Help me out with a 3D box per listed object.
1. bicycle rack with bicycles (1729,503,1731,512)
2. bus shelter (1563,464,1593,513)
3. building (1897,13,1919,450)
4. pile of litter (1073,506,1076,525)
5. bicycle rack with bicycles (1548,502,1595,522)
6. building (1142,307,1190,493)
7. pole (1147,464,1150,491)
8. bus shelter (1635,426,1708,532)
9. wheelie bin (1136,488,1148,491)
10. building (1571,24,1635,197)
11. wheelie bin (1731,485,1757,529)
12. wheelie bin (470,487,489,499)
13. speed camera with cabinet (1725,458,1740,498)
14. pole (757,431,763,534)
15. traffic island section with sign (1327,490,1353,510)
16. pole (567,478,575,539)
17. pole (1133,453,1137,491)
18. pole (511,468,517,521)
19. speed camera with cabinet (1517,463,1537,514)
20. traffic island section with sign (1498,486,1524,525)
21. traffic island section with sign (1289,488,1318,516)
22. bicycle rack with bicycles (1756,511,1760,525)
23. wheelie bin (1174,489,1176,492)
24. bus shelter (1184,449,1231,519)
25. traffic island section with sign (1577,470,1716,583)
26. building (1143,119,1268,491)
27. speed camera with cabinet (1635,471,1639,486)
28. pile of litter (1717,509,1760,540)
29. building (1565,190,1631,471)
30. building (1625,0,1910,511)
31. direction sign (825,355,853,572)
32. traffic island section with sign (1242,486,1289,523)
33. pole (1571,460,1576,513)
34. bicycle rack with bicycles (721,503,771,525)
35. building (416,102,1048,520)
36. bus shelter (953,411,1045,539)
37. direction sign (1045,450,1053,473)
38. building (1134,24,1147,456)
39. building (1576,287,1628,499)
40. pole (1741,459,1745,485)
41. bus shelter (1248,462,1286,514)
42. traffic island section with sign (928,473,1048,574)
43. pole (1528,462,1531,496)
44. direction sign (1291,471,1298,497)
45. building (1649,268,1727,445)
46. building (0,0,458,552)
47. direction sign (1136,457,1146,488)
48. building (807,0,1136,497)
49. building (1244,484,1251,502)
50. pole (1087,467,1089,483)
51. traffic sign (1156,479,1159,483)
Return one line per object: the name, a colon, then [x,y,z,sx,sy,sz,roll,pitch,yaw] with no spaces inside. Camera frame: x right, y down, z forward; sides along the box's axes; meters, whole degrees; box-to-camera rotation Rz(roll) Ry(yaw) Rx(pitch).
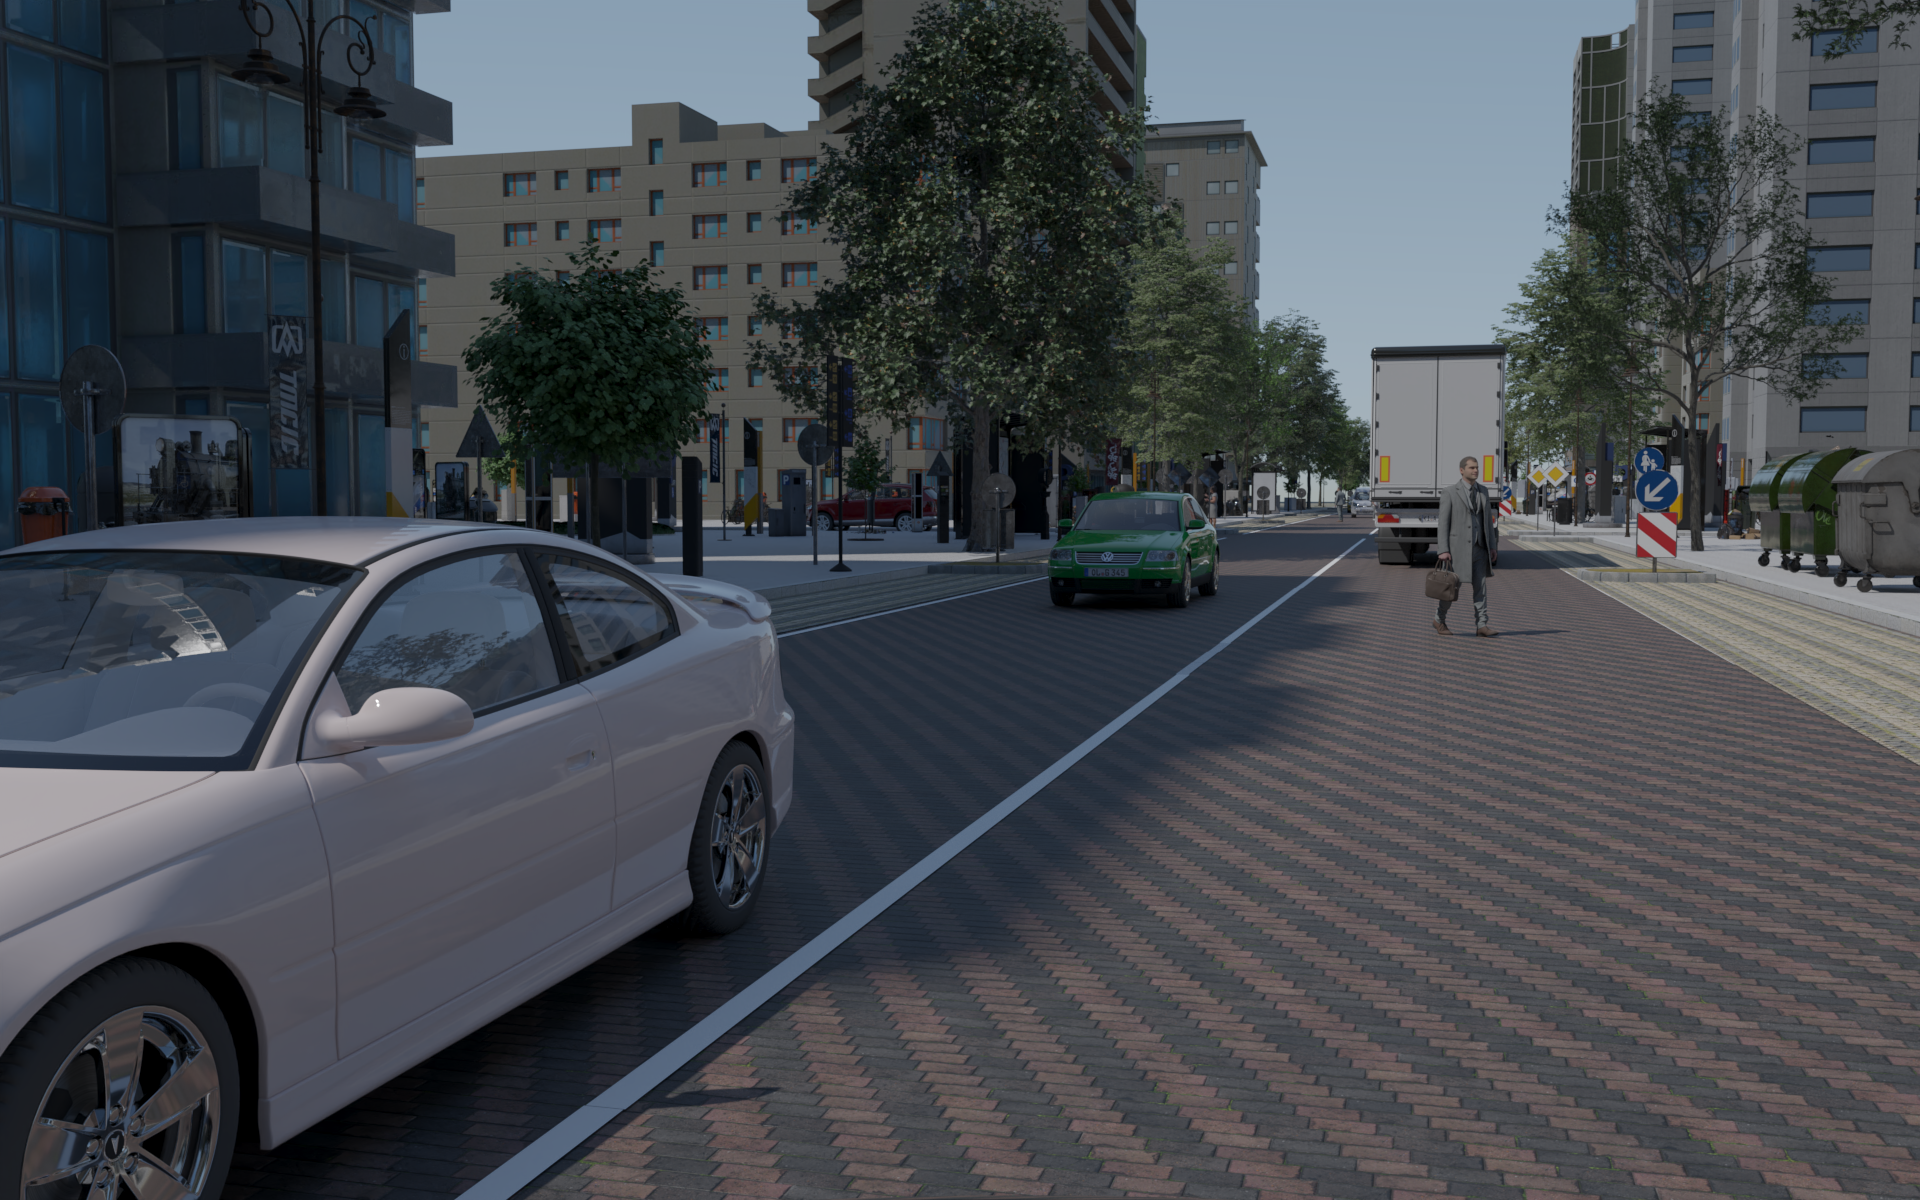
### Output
bicycle rack with bicycles: [30.877,-3.678,73.521,2.852,0.926,2.925,3,5,43]
bus shelter: [41.612,-7.561,117.543,2.014,3.302,5.546,1,4,15]
building: [59.728,-34.624,108.103,21.231,58.520,28.212,1,4,15]
pile of litter: [4.689,-3.648,73.606,1.176,0.858,1.719,0,4,4]
bicycle rack with bicycles: [28.327,-4.040,79.434,2.925,0.926,2.852,1,4,9]
building: [7.087,-19.953,171.276,27.650,21.520,28.899,1,4,15]
pole: [12.598,-7.463,115.866,0.158,3.312,0.155,0,3,0]
bus shelter: [25.475,-4.336,62.175,1.731,3.624,6.357,1,4,15]
wheelie bin: [9.964,-5.343,95.262,0.980,1.594,0.693,1,4,17]
building: [103.696,-50.793,268.713,20.563,71.187,20.611,1,4,15]
wheelie bin: [28.556,-3.362,62.878,0.980,1.594,0.693,0,4,-3]
wheelie bin: [-22.559,-4.492,81.357,0.693,1.594,0.980,1,4,14]
speed camera with cabinet: [43.197,-6.171,95.234,2.038,3.252,0.660,2,4,33]
pole: [-6.450,-3.788,55.775,0.158,3.312,0.155,0,3,0]
traffic island section with sign: [34.929,-9.237,159.646,1.989,1.847,2.006,1,4,15]
pole: [-10.961,-3.356,48.715,0.158,3.312,0.155,0,3,0]
pole: [8.709,-5.655,86.306,0.158,3.312,0.155,0,3,0]
pole: [-18.462,-4.759,71.651,0.158,3.312,0.155,0,3,0]
speed camera with cabinet: [36.469,-7.125,110.828,2.038,3.252,0.660,-3,5,-40]
traffic island section with sign: [25.582,-4.477,81.826,1.989,1.847,2.006,1,4,15]
traffic island section with sign: [22.004,-6.287,111.413,1.989,1.847,2.006,1,4,15]
bicycle rack with bicycles: [37.351,-3.976,78.389,2.925,0.926,2.852,-1,4,-17]
wheelie bin: [14.038,-6.529,114.652,0.980,1.594,0.693,-3,5,-45]
bus shelter: [13.282,-6.212,92.850,1.731,3.624,6.357,1,4,15]
traffic island section with sign: [11.364,-1.233,28.795,1.989,1.847,2.006,1,4,15]
building: [28.706,-40.430,250.270,28.713,52.752,27.495,1,4,15]
speed camera with cabinet: [47.499,-7.658,119.542,0.660,3.252,2.038,-3,4,-38]
pile of litter: [22.298,-2.158,49.256,1.719,0.858,1.176,-1,4,-12]
building: [96.663,-36.898,253.397,14.600,45.320,14.200,1,4,15]
building: [77.408,-38.461,170.844,21.231,58.520,28.212,1,4,15]
direction sign: [-1.978,-2.240,28.619,0.379,3.537,0.876,2,4,23]
traffic island section with sign: [14.937,-4.675,85.057,1.989,1.847,2.006,1,4,15]
pole: [37.183,-6.797,104.966,0.158,3.312,0.155,0,3,0]
bicycle rack with bicycles: [-8.860,-3.641,72.913,2.852,0.926,2.925,3,5,45]
building: [-11.279,-15.583,99.828,27.650,21.520,28.899,1,4,15]
bus shelter: [1.400,-3.700,51.771,1.731,3.624,6.357,1,4,15]
direction sign: [4.533,-5.944,89.184,0.379,3.537,0.876,-2,4,-28]
building: [7.811,-28.421,148.275,14.154,41.232,14.086,1,4,15]
building: [92.816,-28.643,240.018,14.160,30.474,14.107,1,4,15]
pole: [44.917,-6.458,99.434,0.158,3.312,0.155,0,3,0]
bus shelter: [19.912,-7.248,112.425,2.014,3.302,5.546,1,4,15]
traffic island section with sign: [0.621,-1.410,31.674,1.989,1.847,2.006,1,4,15]
pole: [35.817,-7.048,109.073,0.158,3.312,0.155,0,3,0]
direction sign: [26.288,-8.816,136.143,0.379,3.537,0.876,-1,4,-20]
building: [73.686,-18.239,143.246,27.650,21.520,28.899,1,4,15]
building: [-29.358,-25.690,39.646,30.456,49.044,23.786,1,4,15]
direction sign: [11.044,-6.946,105.566,0.379,3.537,0.876,-2,4,-34]
building: [0.904,-30.973,130.105,21.300,48.544,21.600,1,4,15]
building: [32.947,-35.733,276.120,32.217,40.220,23.993,1,4,15]
pole: [8.678,-7.565,117.537,0.158,3.312,0.155,0,3,0]
traffic sign: [10.485,-5.413,89.691,0.795,2.450,0.064,1,4,23]
